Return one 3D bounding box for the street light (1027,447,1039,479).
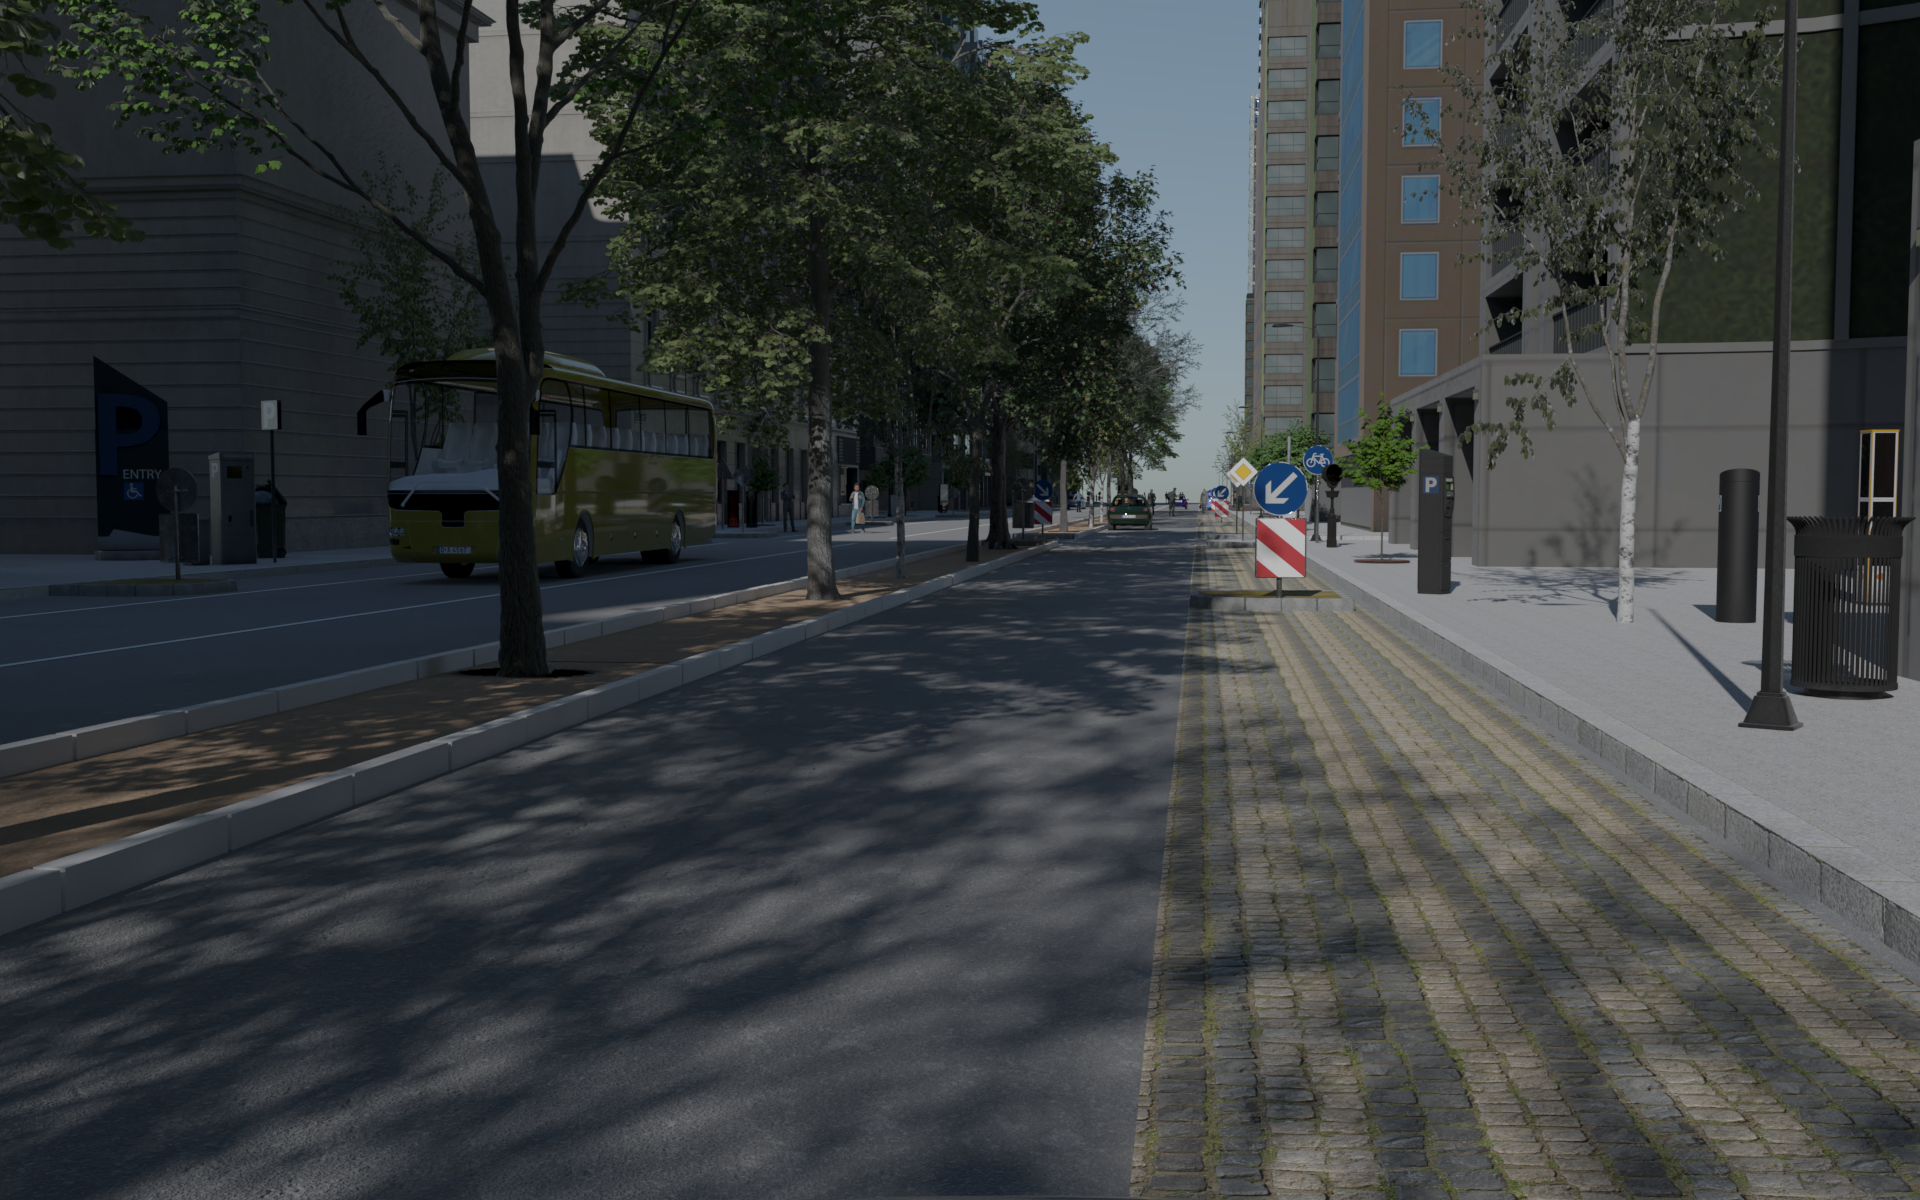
[{"bbox_3d":[7.202,-12.190,171.848,1.470,5.913,1.316,0,4,8],"label":"street light"}]

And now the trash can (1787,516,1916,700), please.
[{"bbox_3d":[5.609,0.042,10.967,0.748,1.137,0.748,0,3,0],"label":"trash can"}]

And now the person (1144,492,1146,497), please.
[{"bbox_3d":[28.677,-15.839,268.193,0.721,1.735,1.217,0,4,-7],"label":"person"}]

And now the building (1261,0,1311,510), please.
[{"bbox_3d":[32.494,-28.243,145.366,14.154,41.232,14.086,0,4,8],"label":"building"}]

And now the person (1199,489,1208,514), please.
[{"bbox_3d":[17.803,-7.217,126.596,0.694,1.812,0.767,2,4,25],"label":"person"}]

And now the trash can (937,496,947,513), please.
[{"bbox_3d":[-1.229,-6.568,119.035,0.748,1.137,0.748,0,3,0],"label":"trash can"}]

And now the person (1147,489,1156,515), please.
[{"bbox_3d":[12.988,-6.668,117.918,0.661,1.777,0.834,-1,4,-23],"label":"person"}]

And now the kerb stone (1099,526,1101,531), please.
[{"bbox_3d":[5.177,-2.672,65.888,0.120,0.150,1.000,0,4,8],"label":"kerb stone"}]

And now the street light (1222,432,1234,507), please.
[{"bbox_3d":[20.529,-9.578,129.135,1.470,5.913,1.316,0,4,8],"label":"street light"}]

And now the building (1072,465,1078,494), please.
[{"bbox_3d":[7.123,-39.603,271.204,21.300,48.544,21.600,0,4,8],"label":"building"}]

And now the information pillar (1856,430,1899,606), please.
[{"bbox_3d":[10.551,-0.944,19.932,0.304,2.012,0.304,0,4,3],"label":"information pillar"}]

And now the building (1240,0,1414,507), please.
[{"bbox_3d":[47.871,-48.328,228.418,20.563,71.187,20.611,0,4,8],"label":"building"}]

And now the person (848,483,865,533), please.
[{"bbox_3d":[-3.681,-3.316,62.709,0.794,1.824,0.713,3,5,41],"label":"person"}]

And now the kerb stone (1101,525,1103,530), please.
[{"bbox_3d":[5.328,-2.733,66.899,0.120,0.150,1.000,0,4,8],"label":"kerb stone"}]

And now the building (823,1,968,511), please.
[{"bbox_3d":[-10.068,-43.110,143.094,20.563,71.187,20.611,0,4,8],"label":"building"}]

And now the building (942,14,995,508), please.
[{"bbox_3d":[-8.288,-33.678,170.236,23.786,49.044,30.456,0,4,8],"label":"building"}]

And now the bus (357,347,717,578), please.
[{"bbox_3d":[-7.297,-2.522,32.781,2.896,3.916,12.252,0,4,6],"label":"bus"}]

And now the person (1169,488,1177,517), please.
[{"bbox_3d":[13.606,-6.255,110.581,0.447,1.846,0.655,-3,4,-38],"label":"person"}]

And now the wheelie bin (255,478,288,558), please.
[{"bbox_3d":[-13.859,-1.642,34.749,0.693,1.594,0.980,-2,4,-23],"label":"wheelie bin"}]

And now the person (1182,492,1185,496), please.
[{"bbox_3d":[32.717,-15.032,255.096,0.721,1.723,1.217,-3,5,-44],"label":"person"}]

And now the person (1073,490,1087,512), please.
[{"bbox_3d":[9.360,-7.800,136.015,1.348,1.826,0.705,-2,4,-35],"label":"person"}]

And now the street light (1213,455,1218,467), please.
[{"bbox_3d":[31.060,-14.221,205.050,1.470,5.913,1.316,0,4,8],"label":"street light"}]

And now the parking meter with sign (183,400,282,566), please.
[{"bbox_3d":[-13.311,-2.163,31.632,0.543,3.016,1.738,3,4,38],"label":"parking meter with sign"}]

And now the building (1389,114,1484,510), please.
[{"bbox_3d":[40.300,-45.074,175.217,20.563,71.187,20.611,0,4,8],"label":"building"}]

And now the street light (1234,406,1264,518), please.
[{"bbox_3d":[15.382,-7.275,91.479,1.470,5.913,1.316,0,4,8],"label":"street light"}]

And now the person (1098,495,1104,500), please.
[{"bbox_3d":[16.420,-11.784,201.150,0.705,1.826,1.348,2,4,25],"label":"person"}]

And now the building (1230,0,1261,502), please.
[{"bbox_3d":[53.802,-58.448,268.299,22.319,86.520,31.000,0,4,8],"label":"building"}]

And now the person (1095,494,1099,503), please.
[{"bbox_3d":[20.125,-14.875,254.924,0.991,1.433,0.599,-3,4,-36],"label":"person"}]

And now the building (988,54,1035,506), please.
[{"bbox_3d":[-3.133,-34.989,195.766,21.300,48.544,21.600,0,4,8],"label":"building"}]

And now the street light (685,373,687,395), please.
[{"bbox_3d":[-8.595,-5.207,57.679,1.470,5.913,1.316,0,4,8],"label":"street light"}]

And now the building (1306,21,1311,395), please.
[{"bbox_3d":[33.419,-34.894,112.515,21.231,58.520,28.212,0,4,8],"label":"building"}]

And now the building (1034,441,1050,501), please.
[{"bbox_3d":[4.193,-27.730,225.084,14.160,30.474,14.107,0,4,8],"label":"building"}]

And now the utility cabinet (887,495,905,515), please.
[{"bbox_3d":[-3.908,-5.789,105.817,1.020,1.237,0.306,-2,4,-24],"label":"utility cabinet"}]

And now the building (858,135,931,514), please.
[{"bbox_3d":[-10.668,-19.712,115.792,14.314,27.812,24.014,0,4,8],"label":"building"}]

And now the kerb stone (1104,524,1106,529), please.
[{"bbox_3d":[5.605,-2.857,68.932,0.120,0.150,1.000,0,4,8],"label":"kerb stone"}]

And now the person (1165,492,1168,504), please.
[{"bbox_3d":[29.393,-14.489,245.839,0.683,1.767,0.568,0,4,6],"label":"person"}]

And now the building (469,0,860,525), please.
[{"bbox_3d":[-16.292,-18.680,81.834,17.030,29.872,44.131,0,4,8],"label":"building"}]

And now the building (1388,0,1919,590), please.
[{"bbox_3d":[19.878,-36.283,31.474,20.563,71.187,20.611,0,4,8],"label":"building"}]

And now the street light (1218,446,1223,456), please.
[{"bbox_3d":[25.947,-11.917,167.390,1.470,5.913,1.316,0,4,8],"label":"street light"}]

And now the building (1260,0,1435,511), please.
[{"bbox_3d":[34.668,-31.140,159.246,14.600,45.320,14.200,0,4,8],"label":"building"}]

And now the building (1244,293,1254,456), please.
[{"bbox_3d":[47.745,-29.110,247.642,14.160,30.474,14.107,0,4,8],"label":"building"}]

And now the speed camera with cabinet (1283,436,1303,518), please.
[{"bbox_3d":[11.241,-3.935,58.671,0.660,3.252,2.038,1,4,18],"label":"speed camera with cabinet"}]

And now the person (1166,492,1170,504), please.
[{"bbox_3d":[28.840,-14.022,238.470,1.217,1.736,0.721,-3,5,-41],"label":"person"}]

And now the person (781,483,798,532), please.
[{"bbox_3d":[-6.427,-3.479,65.184,0.655,1.846,0.447,-1,4,-23],"label":"person"}]

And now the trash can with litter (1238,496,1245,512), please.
[{"bbox_3d":[20.771,-7.109,127.619,0.624,1.170,1.055,-1,4,-10],"label":"trash can with litter"}]

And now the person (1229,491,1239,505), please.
[{"bbox_3d":[33.133,-12.239,208.612,1.348,1.823,0.705,1,4,11],"label":"person"}]

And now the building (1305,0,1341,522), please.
[{"bbox_3d":[24.129,-19.160,84.969,14.160,30.474,14.107,0,4,8],"label":"building"}]

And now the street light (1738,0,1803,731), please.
[{"bbox_3d":[3.937,-2.258,9.454,1.470,5.913,1.316,0,4,8],"label":"street light"}]

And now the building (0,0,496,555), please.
[{"bbox_3d":[-25.535,-12.296,42.846,24.055,21.916,13.314,0,4,8],"label":"building"}]

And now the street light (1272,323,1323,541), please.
[{"bbox_3d":[9.165,-4.560,47.098,1.470,5.913,1.316,0,4,8],"label":"street light"}]

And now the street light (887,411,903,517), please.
[{"bbox_3d":[-3.357,-7.542,95.846,1.470,5.913,1.316,0,4,8],"label":"street light"}]

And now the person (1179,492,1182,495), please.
[{"bbox_3d":[30.739,-14.223,241.767,1.217,1.735,0.721,-1,4,-12],"label":"person"}]

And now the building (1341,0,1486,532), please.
[{"bbox_3d":[21.408,-25.212,62.321,14.200,45.320,14.600,0,4,8],"label":"building"}]

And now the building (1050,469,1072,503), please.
[{"bbox_3d":[4.462,-43.069,246.170,21.231,58.520,28.212,0,4,8],"label":"building"}]
